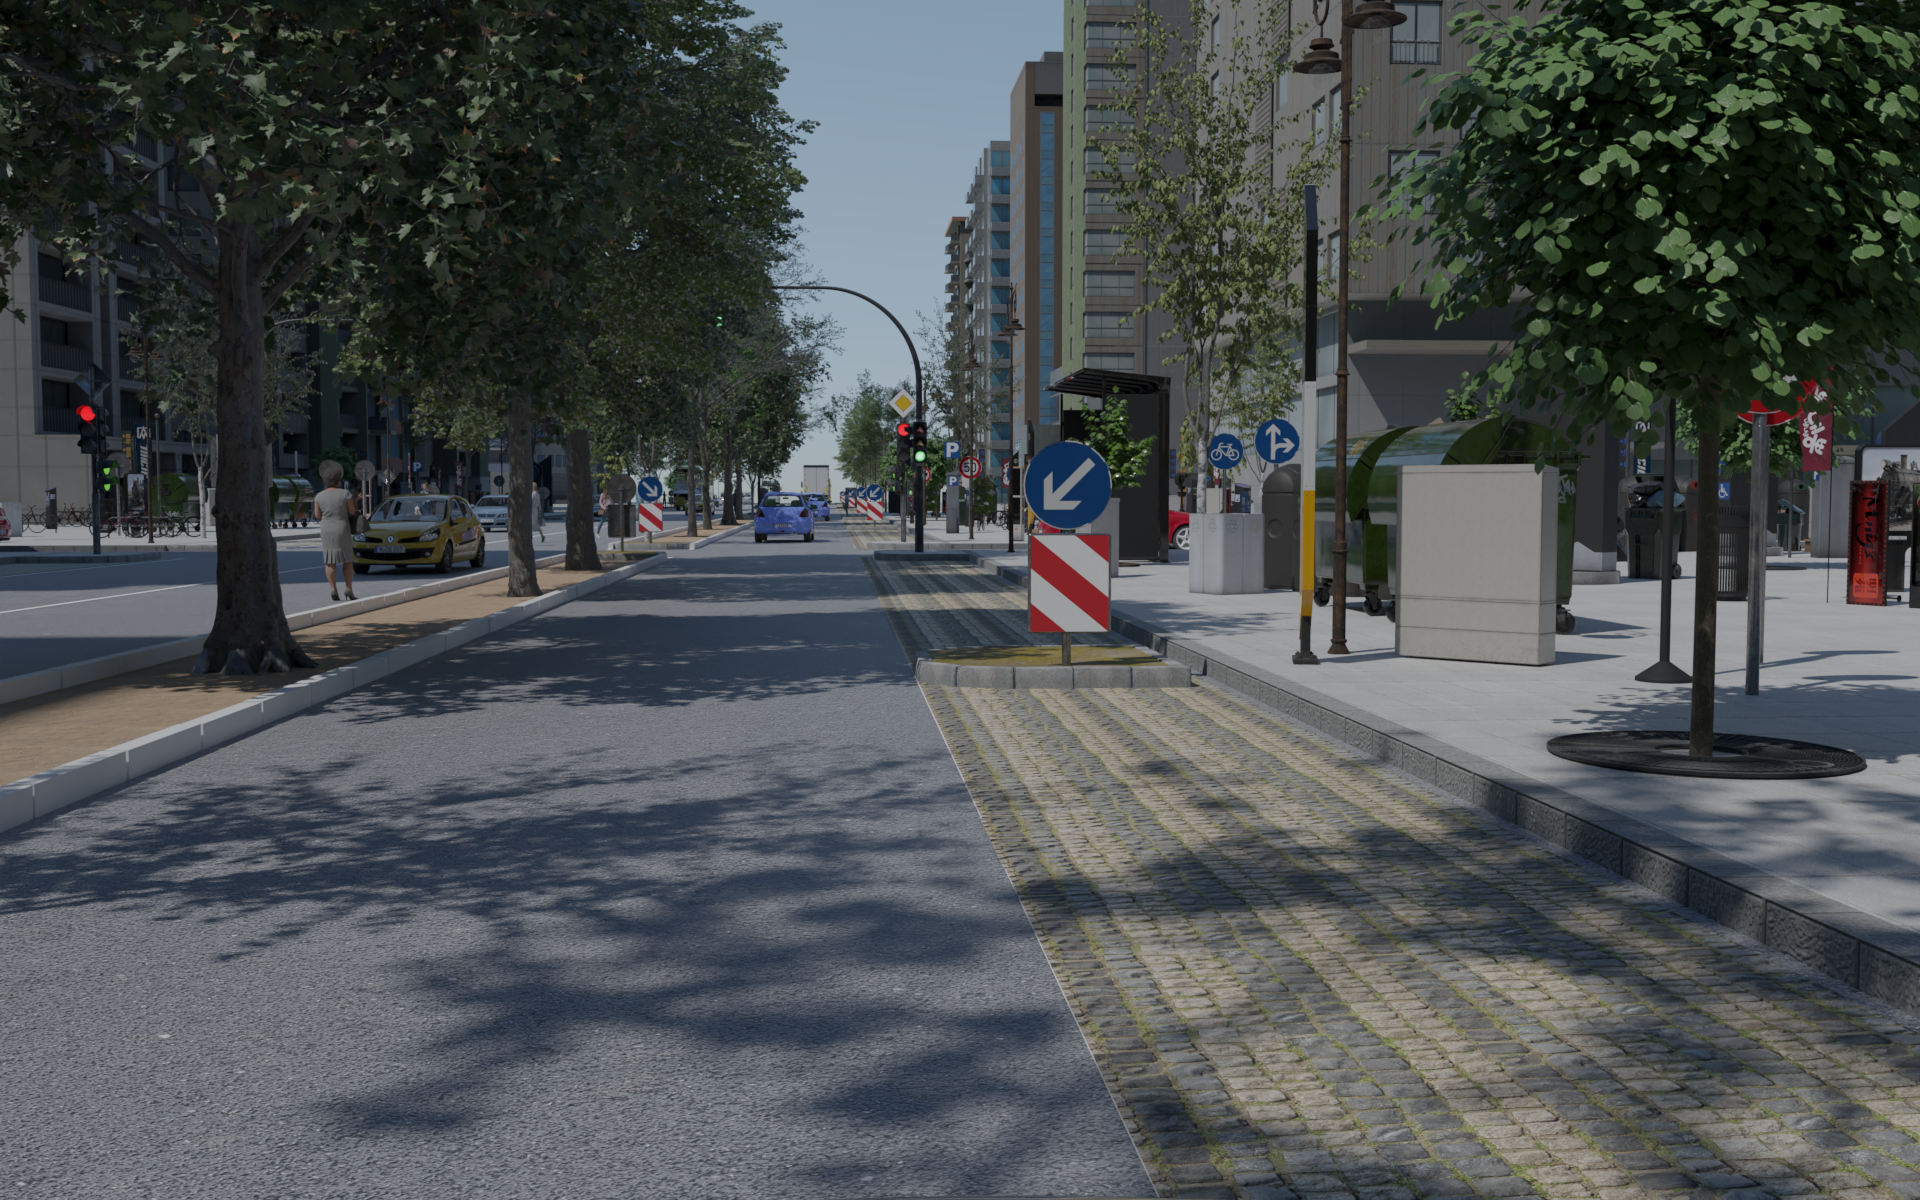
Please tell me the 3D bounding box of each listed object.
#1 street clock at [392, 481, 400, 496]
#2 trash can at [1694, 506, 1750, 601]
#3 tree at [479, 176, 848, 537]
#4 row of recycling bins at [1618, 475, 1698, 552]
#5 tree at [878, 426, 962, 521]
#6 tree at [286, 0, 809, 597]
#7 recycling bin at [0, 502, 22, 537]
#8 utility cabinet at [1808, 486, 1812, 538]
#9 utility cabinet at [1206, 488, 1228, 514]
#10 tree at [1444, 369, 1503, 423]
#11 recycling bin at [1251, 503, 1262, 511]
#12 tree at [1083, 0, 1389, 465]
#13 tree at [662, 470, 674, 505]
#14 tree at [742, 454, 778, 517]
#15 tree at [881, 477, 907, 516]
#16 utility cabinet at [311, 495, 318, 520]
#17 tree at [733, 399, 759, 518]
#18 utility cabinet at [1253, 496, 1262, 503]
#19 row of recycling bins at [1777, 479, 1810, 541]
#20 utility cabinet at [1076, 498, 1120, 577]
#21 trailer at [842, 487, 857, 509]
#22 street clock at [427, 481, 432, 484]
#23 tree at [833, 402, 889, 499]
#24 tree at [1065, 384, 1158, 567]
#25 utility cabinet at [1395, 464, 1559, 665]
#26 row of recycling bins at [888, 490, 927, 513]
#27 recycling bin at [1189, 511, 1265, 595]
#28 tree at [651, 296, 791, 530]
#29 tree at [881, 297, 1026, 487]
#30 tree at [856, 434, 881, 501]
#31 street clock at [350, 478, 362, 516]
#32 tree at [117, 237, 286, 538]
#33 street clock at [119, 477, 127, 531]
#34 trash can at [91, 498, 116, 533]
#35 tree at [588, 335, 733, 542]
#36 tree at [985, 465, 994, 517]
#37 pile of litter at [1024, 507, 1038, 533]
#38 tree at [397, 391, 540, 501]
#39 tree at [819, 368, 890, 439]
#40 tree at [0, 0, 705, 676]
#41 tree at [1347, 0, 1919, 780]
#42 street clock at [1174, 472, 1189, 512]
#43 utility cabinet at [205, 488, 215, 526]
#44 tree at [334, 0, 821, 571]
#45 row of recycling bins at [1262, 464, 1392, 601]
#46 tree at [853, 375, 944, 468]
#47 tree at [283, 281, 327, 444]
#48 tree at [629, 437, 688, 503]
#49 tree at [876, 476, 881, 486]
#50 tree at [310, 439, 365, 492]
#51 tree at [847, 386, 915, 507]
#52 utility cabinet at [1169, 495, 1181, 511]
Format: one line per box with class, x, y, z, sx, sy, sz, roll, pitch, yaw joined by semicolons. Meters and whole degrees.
street clock;-32.188;-5.766;98.847;0.471;2.002;0.358;3;5;40
trash can;9.246;-0.564;20.879;0.748;1.137;0.748;0;3;0
tree;-8.934;-8.833;57.245;12.009;13.543;11.850;0;3;0
row of recycling bins;15.774;-1.918;38.475;3.534;1.692;1.069;-3;4;-37
tree;-1.167;-6.090;83.291;4.285;4.588;4.351;0;3;0
tree;-5.945;-6.283;23.320;7.486;12.596;7.792;0;3;0
recycling bin;-28.590;-2.398;51.761;0.722;1.027;0.722;1;4;19
utility cabinet;24.497;-2.525;49.964;1.173;1.500;0.318;0;4;-5
utility cabinet;9.946;-3.590;67.377;1.173;1.500;0.318;2;4;34
tree;7.874;-1.991;27.149;1.663;3.219;1.824;0;3;0
recycling bin;8.189;-2.124;47.279;0.722;1.027;0.722;-1;4;-10
tree;3.638;-4.527;24.386;4.737;8.622;4.395;0;3;0
tree;-33.905;-13.695;207.624;4.285;4.588;4.351;0;3;0
tree;-12.829;-9.423;106.887;4.360;8.622;3.978;0;3;0
tree;-3.354;-6.514;101.111;1.663;3.219;1.824;0;3;0
utility cabinet;-31.728;-4.590;86.208;0.306;1.237;1.020;3;5;43
tree;-11.625;-8.188;86.695;4.737;8.622;4.395;0;3;0
utility cabinet;9.126;-2.549;52.833;0.306;1.237;1.020;1;4;16
row of recycling bins;21.660;-2.512;48.176;3.534;1.692;1.069;1;4;16
utility cabinet;2.100;-0.940;26.533;0.306;1.237;1.020;2;4;29
trailer;-9.435;-8.732;149.813;1.471;1.999;3.904;0;4;-5
street clock;-29.394;-5.566;95.581;0.358;2.002;0.471;2;4;34
tree;-12.277;-18.086;213.840;7.486;12.596;7.792;0;3;0
tree;2.776;-2.201;30.592;1.663;3.219;1.824;0;3;0
utility cabinet;3.949;-0.281;13.270;1.173;1.500;0.318;3;5;42
row of recycling bins;-3.529;-6.657;115.953;1.069;1.692;3.534;-3;5;-44
recycling bin;3.446;-0.602;22.394;0.722;1.027;0.722;-2;4;-27
tree;-10.213;-8.609;68.964;9.928;11.665;9.643;0;3;0
tree;0.017;-6.984;64.544;4.360;8.622;3.978;0;3;0
tree;-8.432;-13.836;176.574;4.360;8.622;3.978;0;3;0
street clock;-26.700;-4.406;76.604;0.471;2.002;0.358;1;4;22
tree;-21.828;-6.075;49.681;4.360;8.622;3.978;0;3;0
street clock;-29.062;-3.405;60.241;0.471;2.002;0.358;-2;4;-34
trash can;-28.241;-2.783;57.163;0.748;1.137;0.748;0;3;0
tree;-8.811;-5.848;48.438;4.737;8.622;4.395;0;3;0
tree;1.183;-6.286;97.377;1.663;3.219;1.824;0;3;0
pile of litter;2.541;-2.661;57.470;1.176;0.858;1.719;3;4;39
tree;-24.153;-9.230;85.324;7.601;10.594;8.767;0;4;-6
tree;-15.428;-24.942;263.687;12.611;20.169;13.585;0;3;0
tree;-5.767;-5.756;13.583;9.611;12.733;9.660;0;3;0
tree;3.564;-1.509;8.394;4.285;4.588;4.351;0;3;0
street clock;7.406;-3.257;57.827;0.471;2.002;0.358;-2;4;-32
utility cabinet;-29.207;-3.652;68.390;0.318;1.500;1.173;2;4;30
tree;-7.061;-7.514;31.973;9.857;13.997;8.962;0;3;0
row of recycling bins;4.983;-0.925;22.243;1.069;1.692;3.534;-1;4;-21
tree;-4.903;-12.272;135.054;7.601;10.594;8.767;1;4;15
tree;-22.586;-6.446;55.752;4.360;8.622;3.978;0;3;0
tree;-31.253;-15.012;179.864;8.767;10.594;7.601;-1;4;-14
tree;-6.757;-9.884;156.199;1.663;3.219;1.824;0;3;0
tree;-36.666;-7.271;102.590;4.285;4.588;4.351;0;3;0
tree;-7.291;-14.706;166.200;9.928;11.665;9.643;0;3;0
utility cabinet;10.010;-4.373;82.659;1.020;1.237;0.306;0;4;-3
